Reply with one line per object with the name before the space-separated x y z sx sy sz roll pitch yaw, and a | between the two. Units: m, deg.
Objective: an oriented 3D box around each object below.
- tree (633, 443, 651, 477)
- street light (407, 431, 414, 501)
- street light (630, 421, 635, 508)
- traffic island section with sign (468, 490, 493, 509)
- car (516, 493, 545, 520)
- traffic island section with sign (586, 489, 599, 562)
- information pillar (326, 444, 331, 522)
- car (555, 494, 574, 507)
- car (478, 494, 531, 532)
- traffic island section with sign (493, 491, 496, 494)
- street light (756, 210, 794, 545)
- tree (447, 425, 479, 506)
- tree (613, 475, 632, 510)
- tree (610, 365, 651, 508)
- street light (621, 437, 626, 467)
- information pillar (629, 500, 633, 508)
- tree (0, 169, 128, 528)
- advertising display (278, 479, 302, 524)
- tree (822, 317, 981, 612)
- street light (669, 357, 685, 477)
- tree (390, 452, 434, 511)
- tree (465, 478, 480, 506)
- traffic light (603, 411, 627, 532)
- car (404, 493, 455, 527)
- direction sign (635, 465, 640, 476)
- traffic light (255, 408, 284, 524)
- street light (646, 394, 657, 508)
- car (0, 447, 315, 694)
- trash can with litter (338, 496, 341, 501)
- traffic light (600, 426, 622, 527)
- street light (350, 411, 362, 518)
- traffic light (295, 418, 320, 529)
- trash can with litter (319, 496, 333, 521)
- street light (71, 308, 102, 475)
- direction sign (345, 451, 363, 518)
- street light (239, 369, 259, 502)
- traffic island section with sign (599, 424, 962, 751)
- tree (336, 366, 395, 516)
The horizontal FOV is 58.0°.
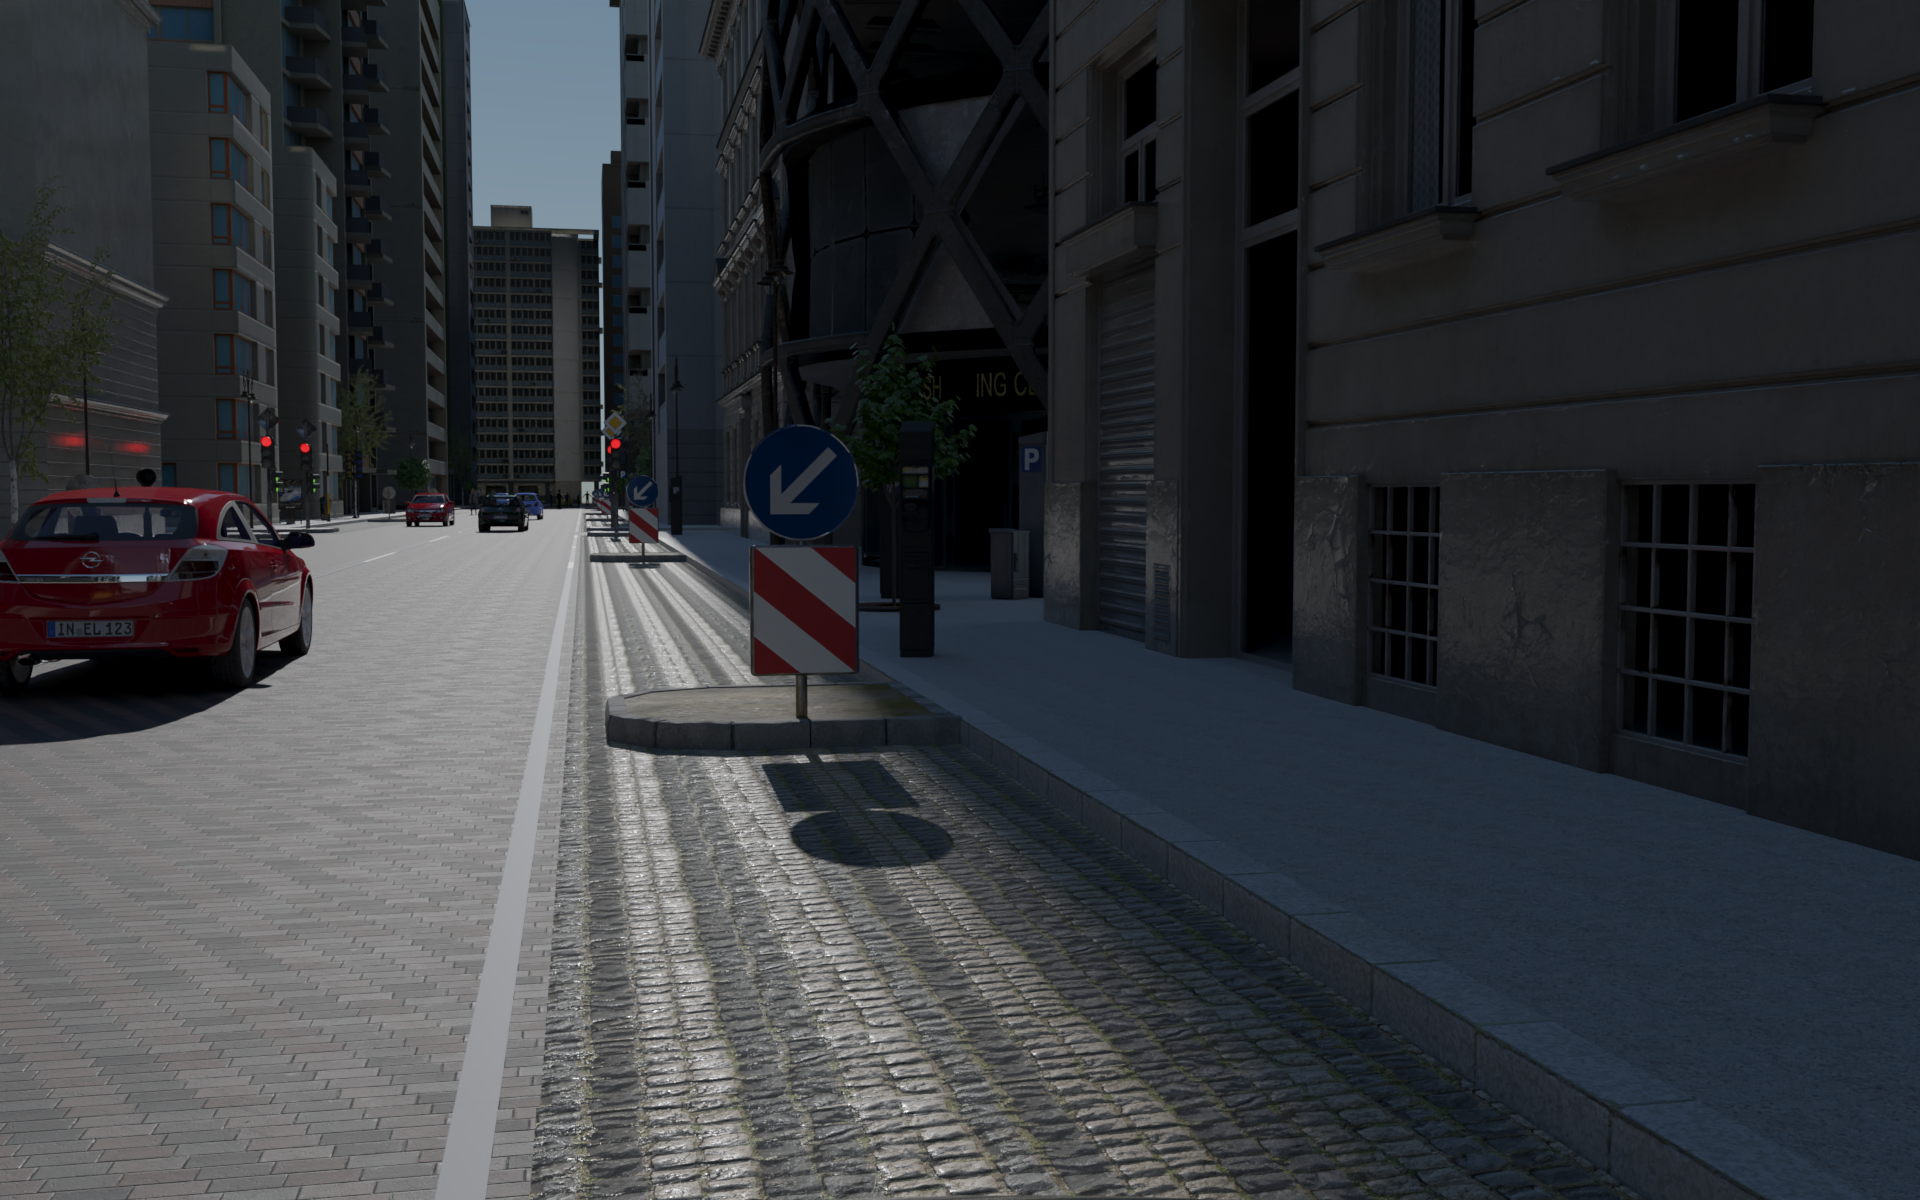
tree | -16.239 -6.819 95.197 4.285 4.588 4.351 0 3 0
street light | -39.324 -9.259 124.165 0.468 5.910 1.993 -1 4 -12
street light | -20.503 -8.308 108.626 0.468 5.910 1.993 -1 4 -12
traffic island section with sign | -45.704 -9.536 164.542 1.989 1.847 2.006 -1 4 -12
car | -24.335 -5.364 97.285 1.945 1.707 3.694 -1 4 -11
traffic island section with sign | -6.893 -1.732 36.944 1.989 1.847 2.006 -1 4 -12
information pillar | -29.220 -5.427 80.078 0.183 3.616 0.504 -1 4 -21
car | -44.060 -11.173 192.899 2.015 1.641 3.980 -1 4 -12
car | -17.725 -3.518 67.310 2.009 1.686 4.222 -1 4 -11
traffic island section with sign | -51.547 -11.180 191.417 1.989 1.847 2.006 -1 4 -12
street light | -3.037 -3.407 28.500 0.468 5.910 1.993 -1 4 -12
tree | -53.093 -14.316 184.425 4.737 8.622 4.395 0 3 0
tree | -28.447 -9.274 146.237 1.663 3.219 1.824 0 3 0
tree | -17.866 -9.133 99.689 4.360 8.622 3.978 0 3 0
street light | -26.939 -10.133 138.455 0.468 5.910 1.993 -1 4 -12
information pillar | -23.225 -7.203 122.268 0.304 2.012 0.304 0 4 -6
tree | -21.261 -5.436 39.233 4.737 8.622 4.395 0 3 0
advertising display | -28.797 -4.236 74.466 0.974 1.923 0.123 -1 4 -22
tree | -0.830 -1.498 19.100 1.663 3.219 1.824 0 3 0
street light | -9.526 -5.230 58.291 0.468 5.910 1.993 -1 4 -12
tree | -42.667 -9.242 134.818 4.285 4.588 4.351 0 3 0
tree | -53.542 -11.908 189.295 1.663 3.219 1.824 0 3 0
traffic light | -11.699 -4.273 58.780 0.839 4.253 0.868 -1 4 -12
car | -23.824 -4.212 77.913 2.155 1.783 4.494 -1 4 -11
direction sign | -25.120 -8.797 135.834 0.379 3.537 0.876 2 4 32
traffic light | -22.505 -4.129 56.423 0.839 4.253 0.868 -1 4 -12
street light | -14.009 -6.477 78.682 0.468 5.910 1.993 -1 4 -12
car | -6.435 -0.305 14.035 2.155 1.783 4.494 -1 4 -12
trash can with litter | -34.886 -5.183 96.128 1.055 1.170 0.624 -2 4 -26
traffic light | -13.395 -4.750 66.583 0.839 4.253 0.868 -1 4 -12
street light | -32.850 -7.436 94.370 0.468 5.910 1.993 -1 4 -12
traffic light | -24.201 -4.606 64.226 0.839 4.253 0.868 -1 4 -12
trash can with litter | -30.852 -4.461 84.320 0.624 1.170 1.055 -1 4 -19
street light | -21.740 -4.300 43.098 0.468 5.910 1.993 -1 4 -12
direction sign | -31.914 -6.069 91.220 0.876 3.537 0.379 -2 4 -29
street light | -26.258 -5.581 64.031 0.468 5.910 1.993 -1 4 -12
traffic island section with sign | -1.162 -0.120 10.595 1.989 1.847 2.006 -1 4 -12
tree | -34.607 -9.100 99.153 4.737 8.622 4.395 0 3 0
